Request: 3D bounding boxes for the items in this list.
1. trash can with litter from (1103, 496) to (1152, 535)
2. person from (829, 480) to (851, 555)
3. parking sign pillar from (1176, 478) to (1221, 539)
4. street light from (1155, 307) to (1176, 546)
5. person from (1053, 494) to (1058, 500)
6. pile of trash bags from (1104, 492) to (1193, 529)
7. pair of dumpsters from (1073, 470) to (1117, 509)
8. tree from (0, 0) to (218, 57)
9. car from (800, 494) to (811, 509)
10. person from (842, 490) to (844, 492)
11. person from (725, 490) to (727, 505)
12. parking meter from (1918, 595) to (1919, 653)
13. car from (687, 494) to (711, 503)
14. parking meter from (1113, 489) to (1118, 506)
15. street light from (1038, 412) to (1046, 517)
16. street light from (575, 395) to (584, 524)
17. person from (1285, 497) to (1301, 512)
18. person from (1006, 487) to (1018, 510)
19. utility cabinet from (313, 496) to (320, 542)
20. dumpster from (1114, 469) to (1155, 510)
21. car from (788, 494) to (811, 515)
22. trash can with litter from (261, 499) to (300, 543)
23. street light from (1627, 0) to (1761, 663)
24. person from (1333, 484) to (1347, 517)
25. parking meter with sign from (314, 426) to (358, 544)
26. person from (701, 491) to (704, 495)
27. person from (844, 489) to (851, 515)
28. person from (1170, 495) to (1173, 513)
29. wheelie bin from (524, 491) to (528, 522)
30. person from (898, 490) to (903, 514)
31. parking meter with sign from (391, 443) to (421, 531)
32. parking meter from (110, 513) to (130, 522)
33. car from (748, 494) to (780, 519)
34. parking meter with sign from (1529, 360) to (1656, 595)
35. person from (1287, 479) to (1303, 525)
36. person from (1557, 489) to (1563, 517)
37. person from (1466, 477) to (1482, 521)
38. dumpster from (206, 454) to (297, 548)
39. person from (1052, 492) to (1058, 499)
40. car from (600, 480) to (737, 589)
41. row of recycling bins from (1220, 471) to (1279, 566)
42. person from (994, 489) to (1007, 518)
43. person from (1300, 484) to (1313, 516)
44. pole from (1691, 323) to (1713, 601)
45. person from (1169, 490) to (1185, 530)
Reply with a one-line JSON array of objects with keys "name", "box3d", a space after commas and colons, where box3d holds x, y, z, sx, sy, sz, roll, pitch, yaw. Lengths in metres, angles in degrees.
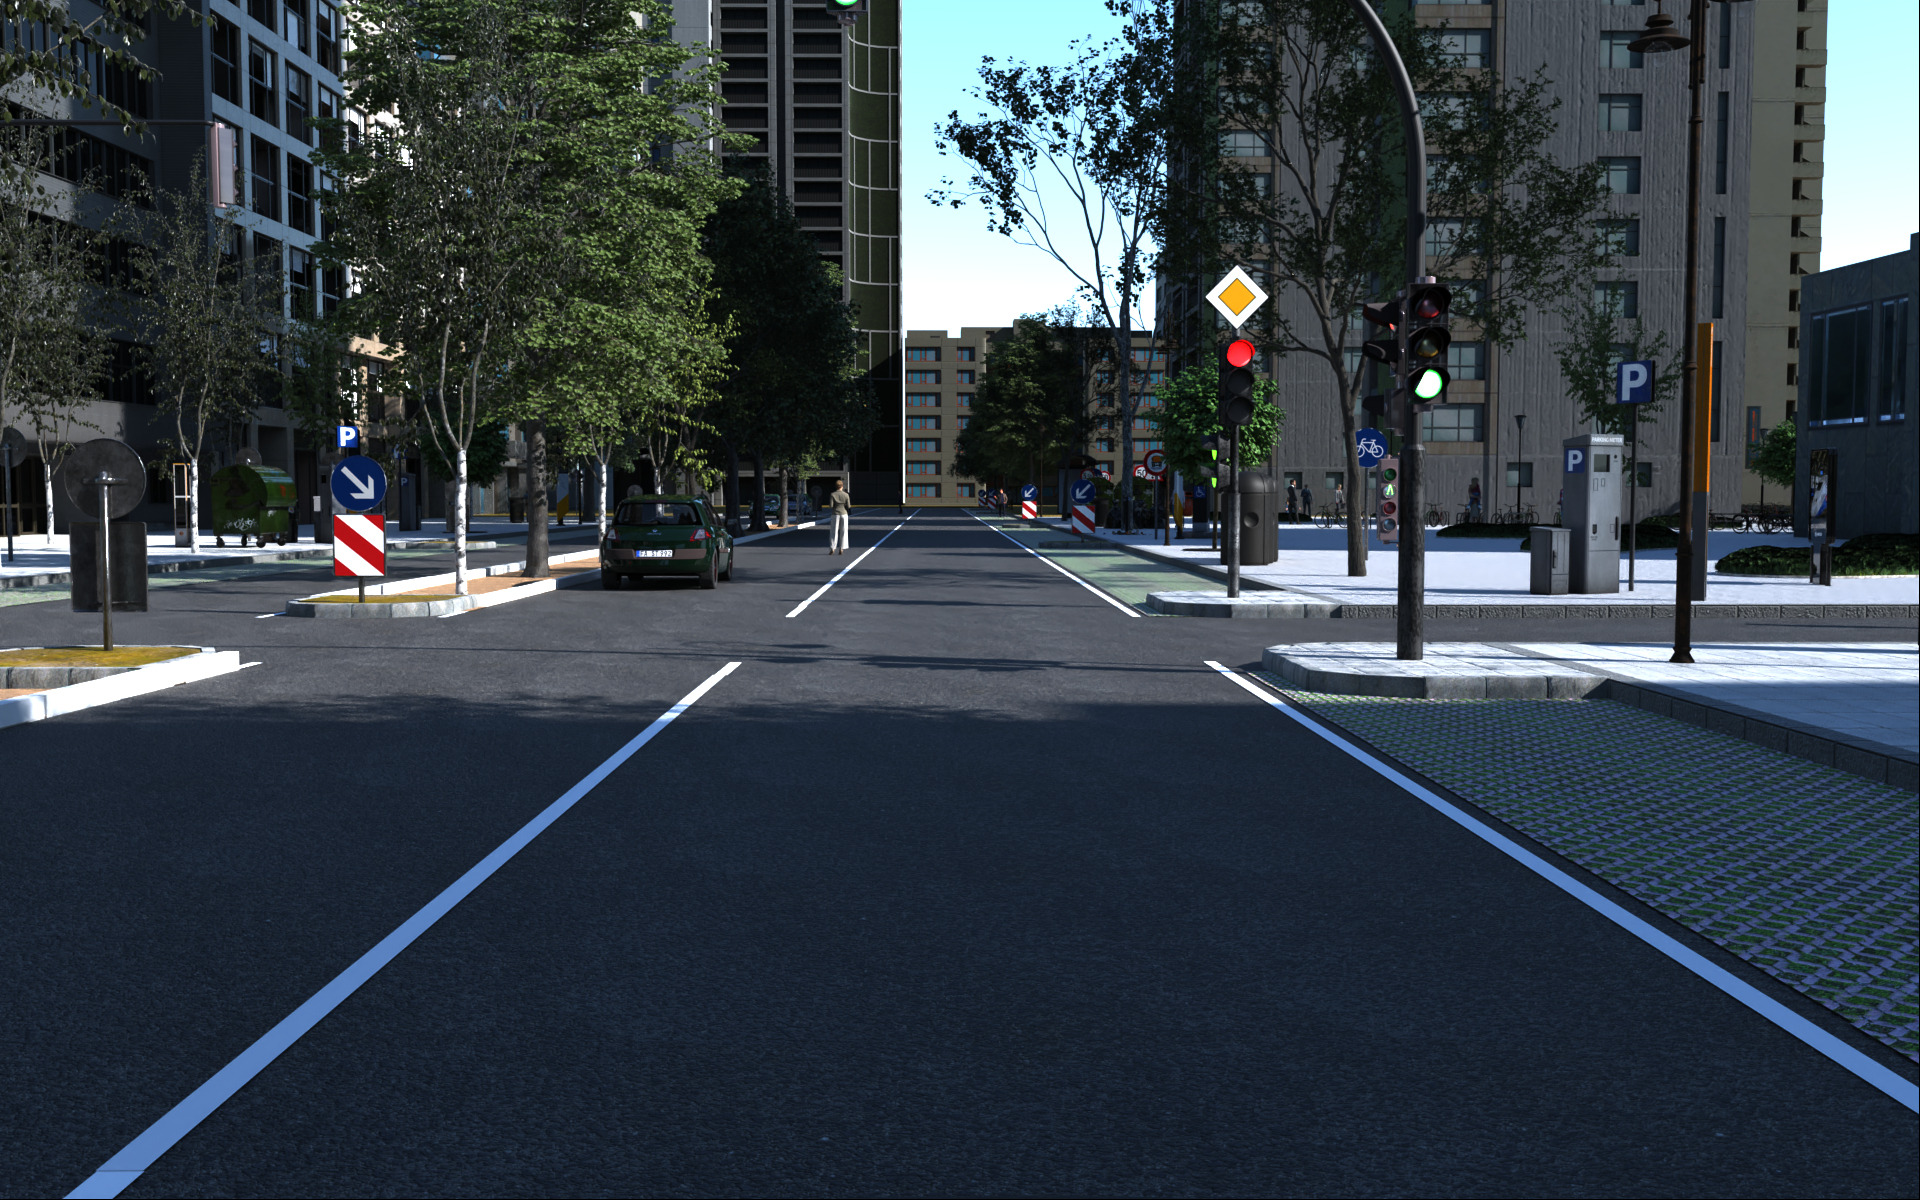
[{"name": "trash can with litter", "box3d": [5.398, -2.694, 55.109, 1.678, 1.210, 2.233, 0, 4, 3]}, {"name": "person", "box3d": [-2.852, -1.950, 40.934, 0.519, 1.759, 0.362, -1, 4, -8]}, {"name": "parking sign pillar", "box3d": [7.040, -3.791, 50.458, 1.447, 3.967, 1.447, 1, 4, 12]}, {"name": "street light", "box3d": [5.150, -4.288, 42.896, 0.468, 5.910, 1.993, 0, 4, -1]}, {"name": "person", "box3d": [8.232, -8.354, 143.363, 1.217, 1.736, 0.721, -1, 4, -23]}, {"name": "pile of trash bags", "box3d": [7.177, -3.347, 64.470, 3.447, 1.369, 1.912, -1, 4, -20]}, {"name": "pair of dumpsters", "box3d": [5.696, -4.341, 73.465, 1.574, 2.255, 4.437, 0, 4, -1]}, {"name": "tree", "box3d": [-6.586, -3.497, 9.995, 4.360, 8.622, 3.978, 0, 3, 0]}, {"name": "car", "box3d": [-15.084, -9.536, 164.713, 1.959, 1.807, 4.718, 0, 4, 0]}, {"name": "person", "box3d": [-11.651, -10.018, 172.287, 1.348, 1.826, 0.705, -1, 4, -21]}, {"name": "person", "box3d": [-19.802, -8.650, 147.916, 0.568, 1.767, 0.683, -2, 4, -24]}, {"name": "parking meter", "box3d": [7.946, -0.502, 13.919, 0.399, 1.863, 0.255, -2, 4, -26]}, {"name": "car", "box3d": [-14.192, -5.031, 92.048, 2.009, 1.686, 4.222, 0, 4, -2]}, {"name": "parking meter", "box3d": [6.864, -4.216, 77.339, 0.372, 1.533, 0.369, 0, 3, 0]}, {"name": "street light", "box3d": [4.513, -7.546, 96.169, 0.468, 5.910, 1.993, 0, 4, -1]}, {"name": "street light", "box3d": [-16.146, -6.158, 73.477, 0.468, 5.910, 1.993, 0, 4, -1]}, {"name": "person", "box3d": [18.003, -5.038, 93.909, 1.012, 1.151, 0.738, -1, 4, -14]}, {"name": "person", "box3d": [4.186, -8.265, 141.174, 1.348, 1.824, 0.705, -3, 5, -41]}, {"name": "utility cabinet", "box3d": [-17.300, -2.203, 47.185, 0.306, 1.237, 1.020, 0, 4, -3]}, {"name": "dumpster", "box3d": [6.938, -4.048, 68.675, 1.502, 2.255, 1.985, 0, 4, -1]}, {"name": "car", "box3d": [-11.296, -6.570, 119.427, 2.014, 1.417, 4.499, 0, 4, 0]}, {"name": "trash can with litter", "box3d": [-17.953, -2.095, 45.632, 1.055, 1.170, 0.624, 0, 4, 4]}, {"name": "street light", "box3d": [5.506, -2.461, 13.030, 0.468, 5.910, 1.993, 0, 4, -1]}, {"name": "person", "box3d": [20.067, -5.225, 91.661, 0.709, 1.800, 0.728, -2, 4, -35]}, {"name": "parking meter with sign", "box3d": [-16.287, -2.982, 45.014, 0.543, 3.016, 1.738, -3, 5, -45]}, {"name": "person", "box3d": [-26.020, -10.133, 174.898, 1.217, 1.735, 0.721, -1, 4, -14]}, {"name": "person", "box3d": [-7.579, -6.543, 115.925, 0.683, 1.767, 0.568, 3, 5, 39]}, {"name": "person", "box3d": [14.196, -6.648, 114.603, 0.709, 1.838, 0.599, -3, 4, -38]}, {"name": "wheelie bin", "box3d": [-19.275, -4.304, 78.271, 0.693, 1.594, 0.980, 3, 5, 40]}, {"name": "person", "box3d": [-4.376, -7.166, 126.578, 0.530, 1.710, 0.541, 2, 4, 24]}, {"name": "parking meter with sign", "box3d": [-19.225, -3.916, 60.287, 0.543, 3.016, 1.738, 0, 4, -1]}, {"name": "parking meter", "box3d": [-17.403, -1.679, 35.870, 0.372, 1.533, 0.369, 0, 3, 0]}, {"name": "car", "box3d": [-11.162, -5.428, 100.552, 2.131, 1.459, 4.920, 0, 4, 0]}, {"name": "parking meter with sign", "box3d": [8.149, -1.598, 22.389, 1.738, 3.016, 0.543, -2, 4, -29]}, {"name": "person", "box3d": [14.055, -4.124, 72.829, 0.474, 1.900, 0.648, -2, 4, -31]}, {"name": "person", "box3d": [15.779, -2.323, 44.855, 0.563, 1.720, 0.643, -1, 4, -14]}, {"name": "person", "box3d": [16.869, -3.106, 56.805, 0.573, 1.828, 0.580, -1, 4, -10]}, {"name": "dumpster", "box3d": [-17.126, -2.407, 41.854, 1.502, 2.255, 1.985, 0, 4, -1]}, {"name": "person", "box3d": [6.783, -6.726, 116.011, 1.348, 1.824, 0.705, 0, 4, 3]}, {"name": "car", "box3d": [-4.585, -1.080, 27.446, 2.009, 1.686, 4.222, 0, 4, -3]}, {"name": "row of recycling bins", "box3d": [5.486, -1.560, 32.625, 1.069, 1.692, 3.534, 1, 4, 13]}, {"name": "person", "box3d": [2.462, -5.874, 105.073, 0.617, 1.759, 0.750, 2, 4, 27]}, {"name": "person", "box3d": [18.008, -5.117, 89.887, 0.661, 1.801, 0.590, 0, 4, -1]}, {"name": "pole", "box3d": [8.894, -1.646, 20.761, 0.158, 3.312, 0.155, 0, 3, 0]}, {"name": "person", "box3d": [7.803, -3.409, 62.457, 0.731, 1.740, 0.598, 1, 4, 22]}]
